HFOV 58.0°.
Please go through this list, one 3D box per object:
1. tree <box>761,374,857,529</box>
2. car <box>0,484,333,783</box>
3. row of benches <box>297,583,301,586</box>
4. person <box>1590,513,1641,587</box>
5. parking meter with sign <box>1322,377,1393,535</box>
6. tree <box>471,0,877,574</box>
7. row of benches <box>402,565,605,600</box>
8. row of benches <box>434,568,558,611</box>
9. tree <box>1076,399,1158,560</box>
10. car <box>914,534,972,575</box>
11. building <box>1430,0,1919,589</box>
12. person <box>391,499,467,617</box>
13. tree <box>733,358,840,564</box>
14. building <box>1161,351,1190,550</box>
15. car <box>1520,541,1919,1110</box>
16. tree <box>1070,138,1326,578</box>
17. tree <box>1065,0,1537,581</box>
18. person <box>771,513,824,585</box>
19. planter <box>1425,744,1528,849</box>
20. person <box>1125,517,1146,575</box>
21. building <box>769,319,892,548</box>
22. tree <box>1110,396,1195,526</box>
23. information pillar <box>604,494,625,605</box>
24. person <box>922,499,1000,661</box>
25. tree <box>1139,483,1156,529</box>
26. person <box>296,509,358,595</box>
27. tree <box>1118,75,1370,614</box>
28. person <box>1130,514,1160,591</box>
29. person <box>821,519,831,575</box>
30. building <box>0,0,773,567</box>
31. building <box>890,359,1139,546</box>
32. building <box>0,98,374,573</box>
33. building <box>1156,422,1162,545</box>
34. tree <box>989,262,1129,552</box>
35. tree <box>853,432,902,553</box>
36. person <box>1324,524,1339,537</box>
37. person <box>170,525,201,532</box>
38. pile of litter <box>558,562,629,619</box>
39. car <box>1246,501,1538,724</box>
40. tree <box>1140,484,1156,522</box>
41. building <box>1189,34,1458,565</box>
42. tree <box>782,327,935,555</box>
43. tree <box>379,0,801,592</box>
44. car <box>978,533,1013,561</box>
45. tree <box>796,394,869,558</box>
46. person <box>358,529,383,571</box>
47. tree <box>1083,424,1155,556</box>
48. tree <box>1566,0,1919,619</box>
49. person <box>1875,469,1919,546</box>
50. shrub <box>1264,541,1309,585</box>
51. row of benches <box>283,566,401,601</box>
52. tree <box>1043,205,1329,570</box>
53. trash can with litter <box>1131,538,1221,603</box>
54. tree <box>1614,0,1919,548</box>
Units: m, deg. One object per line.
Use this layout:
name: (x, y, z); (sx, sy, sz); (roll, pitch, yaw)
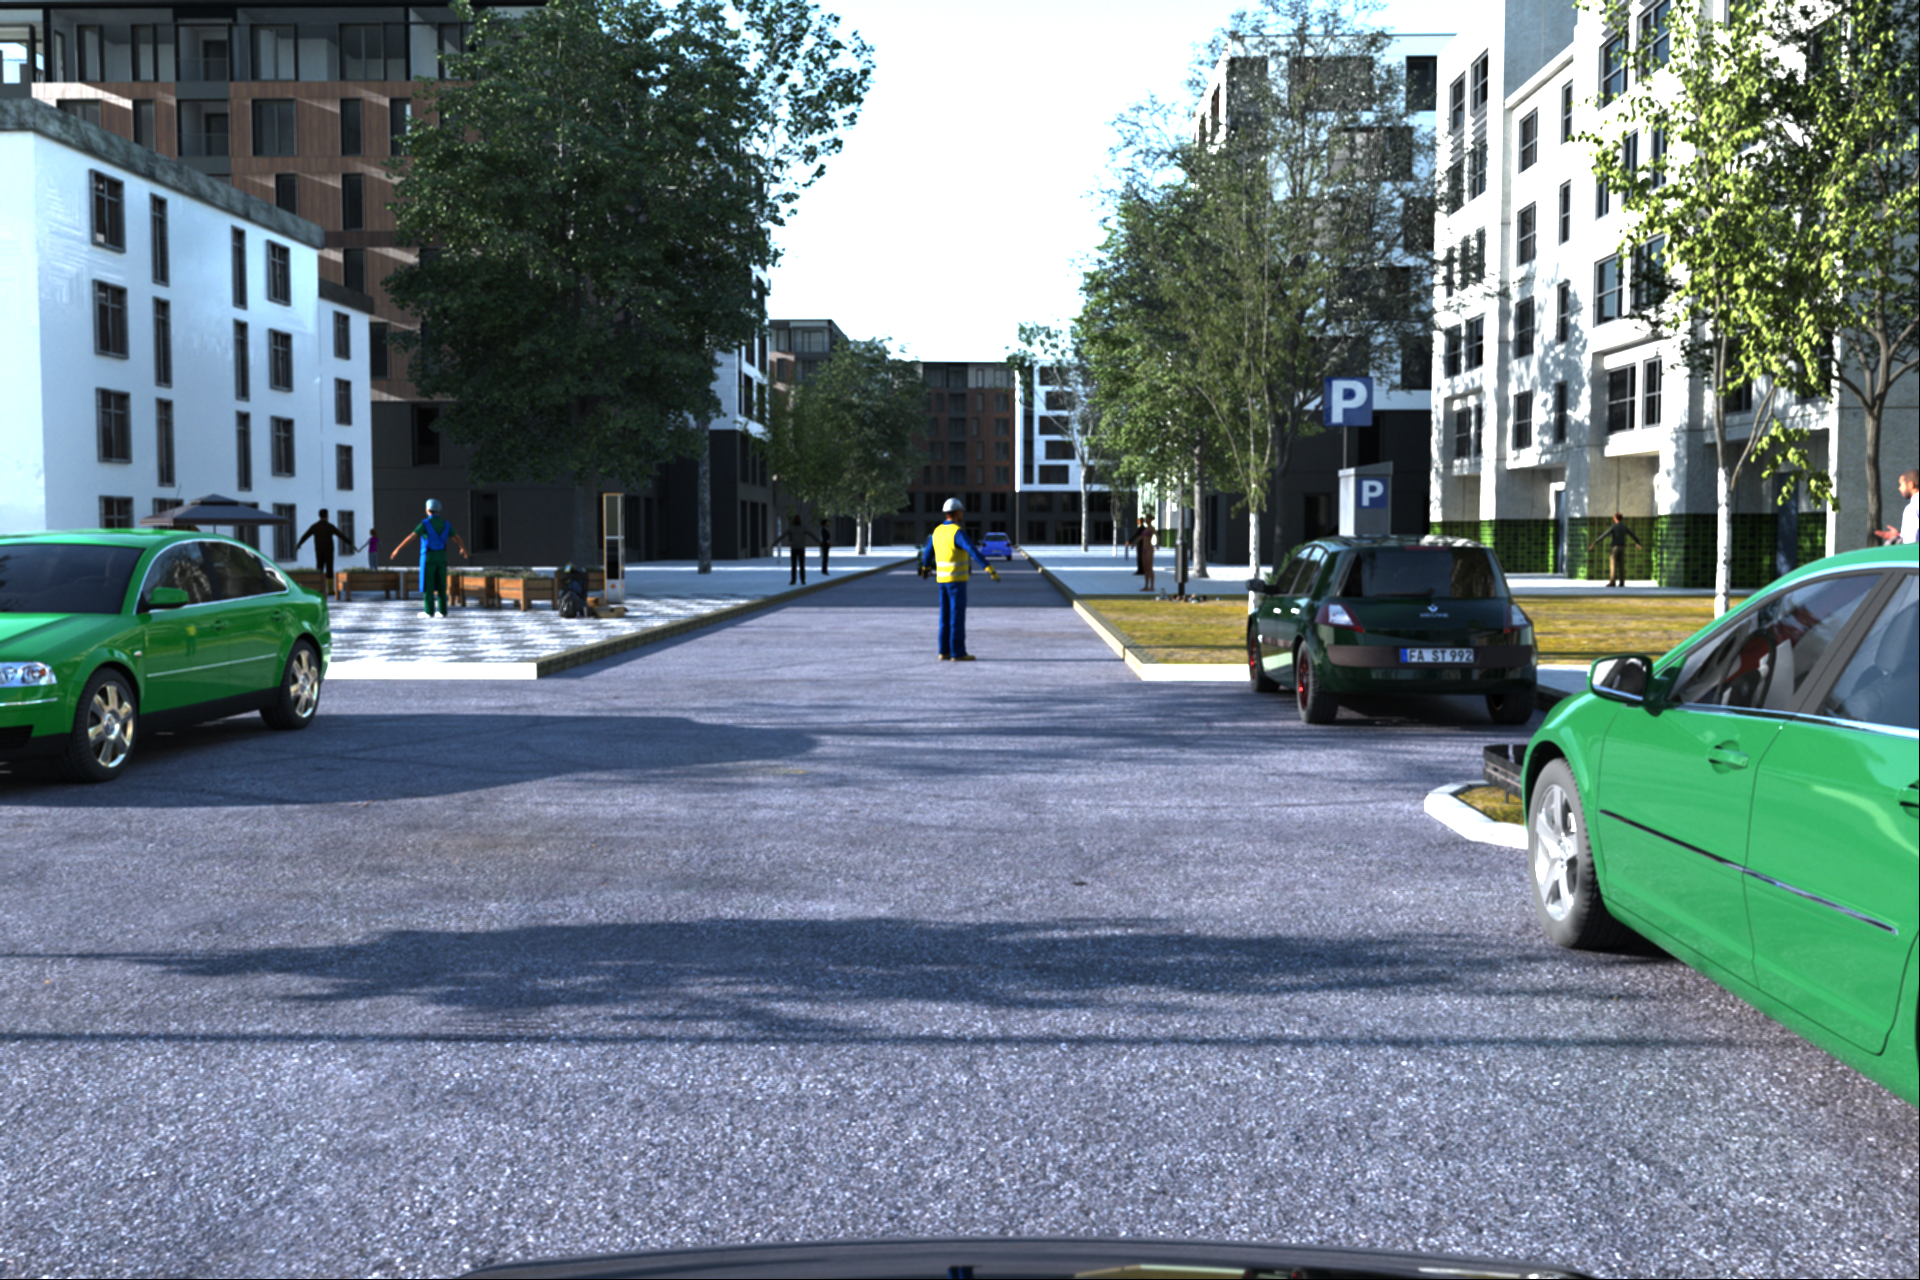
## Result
tree: (-7.154, -7.908, 79.663); (4.737, 8.622, 4.395); (0, 3, 0)
car: (-5.737, -0.159, 11.388); (1.959, 1.807, 4.718); (0, 4, 2)
row of benches: (-10.652, -0.425, 22.414); (4.104, 0.672, 1.422); (-1, 4, -20)
person: (16.077, -2.208, 42.370); (1.348, 1.796, 0.705); (-1, 4, -9)
parking meter with sign: (4.302, -1.360, 18.504); (0.543, 3.016, 1.738); (0, 4, 0)
tree: (-9.541, -12.247, 56.128); (12.611, 20.169, 13.585); (0, 3, 0)
row of benches: (-8.849, -1.147, 34.224); (4.104, 0.672, 1.422); (-1, 4, -14)
row of benches: (-8.312, -0.918, 30.467); (1.422, 0.672, 4.104); (-3, 5, -39)
tree: (8.428, -8.256, 85.345); (4.360, 8.622, 3.978); (0, 3, 0)
car: (-0.527, -3.054, 61.734); (2.131, 1.459, 4.920); (0, 4, 2)
building: (25.674, -11.142, 48.636); (16.747, 18.905, 31.486); (0, 4, 1)
person: (-8.141, -1.261, 26.750); (0.704, 1.817, 1.347); (3, 4, 38)
tree: (-7.425, -7.516, 73.249); (4.737, 8.622, 4.395); (0, 3, 0)
building: (27.234, -17.354, 150.189); (16.747, 18.905, 31.486); (0, 4, 2)
car: (2.940, 0.441, 4.591); (2.131, 1.459, 4.920); (0, 4, 1)
tree: (6.893, -8.068, 50.032); (7.486, 12.596, 7.792); (0, 3, 0)
tree: (7.079, -7.777, 37.522); (12.009, 13.543, 11.850); (0, 3, 0)
person: (-4.123, -2.318, 44.020); (1.348, 1.813, 0.705); (0, 4, 3)
planter: (3.392, 0.769, 8.560); (1.991, 0.319, 1.994); (0, 4, 2)
person: (5.675, -2.951, 54.467); (0.704, 1.802, 1.346); (3, 5, 41)
building: (-22.177, -20.615, 181.034); (27.936, 21.610, 32.646); (0, 4, 2)
tree: (7.631, -7.447, 72.121); (4.360, 8.622, 3.978); (0, 3, 0)
information pillar: (-6.286, -1.652, 31.505); (0.304, 2.012, 0.304); (0, 4, 2)
person: (-0.054, -0.687, 19.658); (0.705, 1.833, 1.349); (-3, 4, -38)
tree: (23.994, -15.834, 209.241); (4.360, 8.622, 3.978); (0, 3, 0)
person: (-13.289, -1.842, 36.258); (1.346, 1.812, 0.704); (0, 4, 5)
tree: (4.928, -4.710, 27.372); (4.360, 8.622, 3.978); (0, 3, 0)
person: (4.158, -1.960, 38.847); (0.721, 1.733, 1.217); (-1, 4, -23)
person: (-4.140, -2.905, 54.217); (0.721, 1.740, 1.216); (0, 4, -8)
building: (-24.907, -14.610, 82.848); (27.936, 21.610, 32.646); (0, 4, 1)
building: (3.712, -22.489, 214.127); (32.646, 21.610, 27.936); (0, 4, -3)
building: (-21.934, -6.454, 47.670); (9.099, 9.664, 28.070); (0, 4, 2)
building: (30.398, -19.319, 182.324); (16.747, 18.905, 31.486); (0, 4, 2)
tree: (8.414, -16.273, 121.948); (12.611, 20.169, 13.585); (0, 3, 0)
tree: (-5.978, -10.249, 117.931); (4.737, 8.622, 4.395); (0, 3, 0)
person: (8.945, -2.082, 40.228); (1.347, 1.806, 0.705); (1, 4, 11)
person: (-16.883, -1.949, 37.627); (1.354, 1.858, 0.705); (0, 4, 3)
pile of litter: (-5.722, -0.789, 26.873); (1.176, 0.858, 1.719); (0, 4, 3)
car: (3.471, -0.285, 14.454); (2.009, 1.686, 4.222); (0, 4, 1)
tree: (24.902, -16.159, 214.561); (4.360, 8.622, 3.978); (0, 3, 0)
building: (25.351, -14.883, 87.309); (27.936, 21.610, 32.646); (0, 4, 1)
tree: (-6.249, -12.248, 106.912); (9.857, 13.997, 8.962); (0, 3, 0)
tree: (-8.444, -8.051, 38.296); (9.857, 13.997, 8.962); (0, 3, 0)
car: (1.930, -5.136, 93.556); (1.945, 1.707, 3.694); (0, 3, 0)
tree: (-7.579, -8.662, 91.989); (4.360, 8.622, 3.978); (0, 3, 0)
person: (-16.487, -2.400, 48.501); (0.599, 1.433, 0.991); (1, 4, 20)
tree: (8.797, -9.183, 100.507); (4.360, 8.622, 3.978); (0, 3, 0)
tree: (8.870, -4.221, 19.368); (4.737, 8.622, 4.395); (0, 3, 0)
person: (8.179, -0.558, 15.038); (0.709, 1.838, 0.599); (-3, 4, -36)
shrub: (4.428, -0.685, 22.321); (1.383, 1.207, 1.383); (0, 3, 0)
row of benches: (-12.746, -1.064, 32.865); (4.104, 0.672, 1.422); (-3, 4, -39)
tree: (8.006, -9.245, 61.522); (12.009, 13.543, 11.850); (0, 3, 0)
trash can with litter: (4.196, -1.359, 33.274); (1.678, 1.210, 2.233); (0, 4, 1)
tree: (13.714, -5.621, 26.316); (7.601, 10.594, 8.767); (0, 4, 7)
